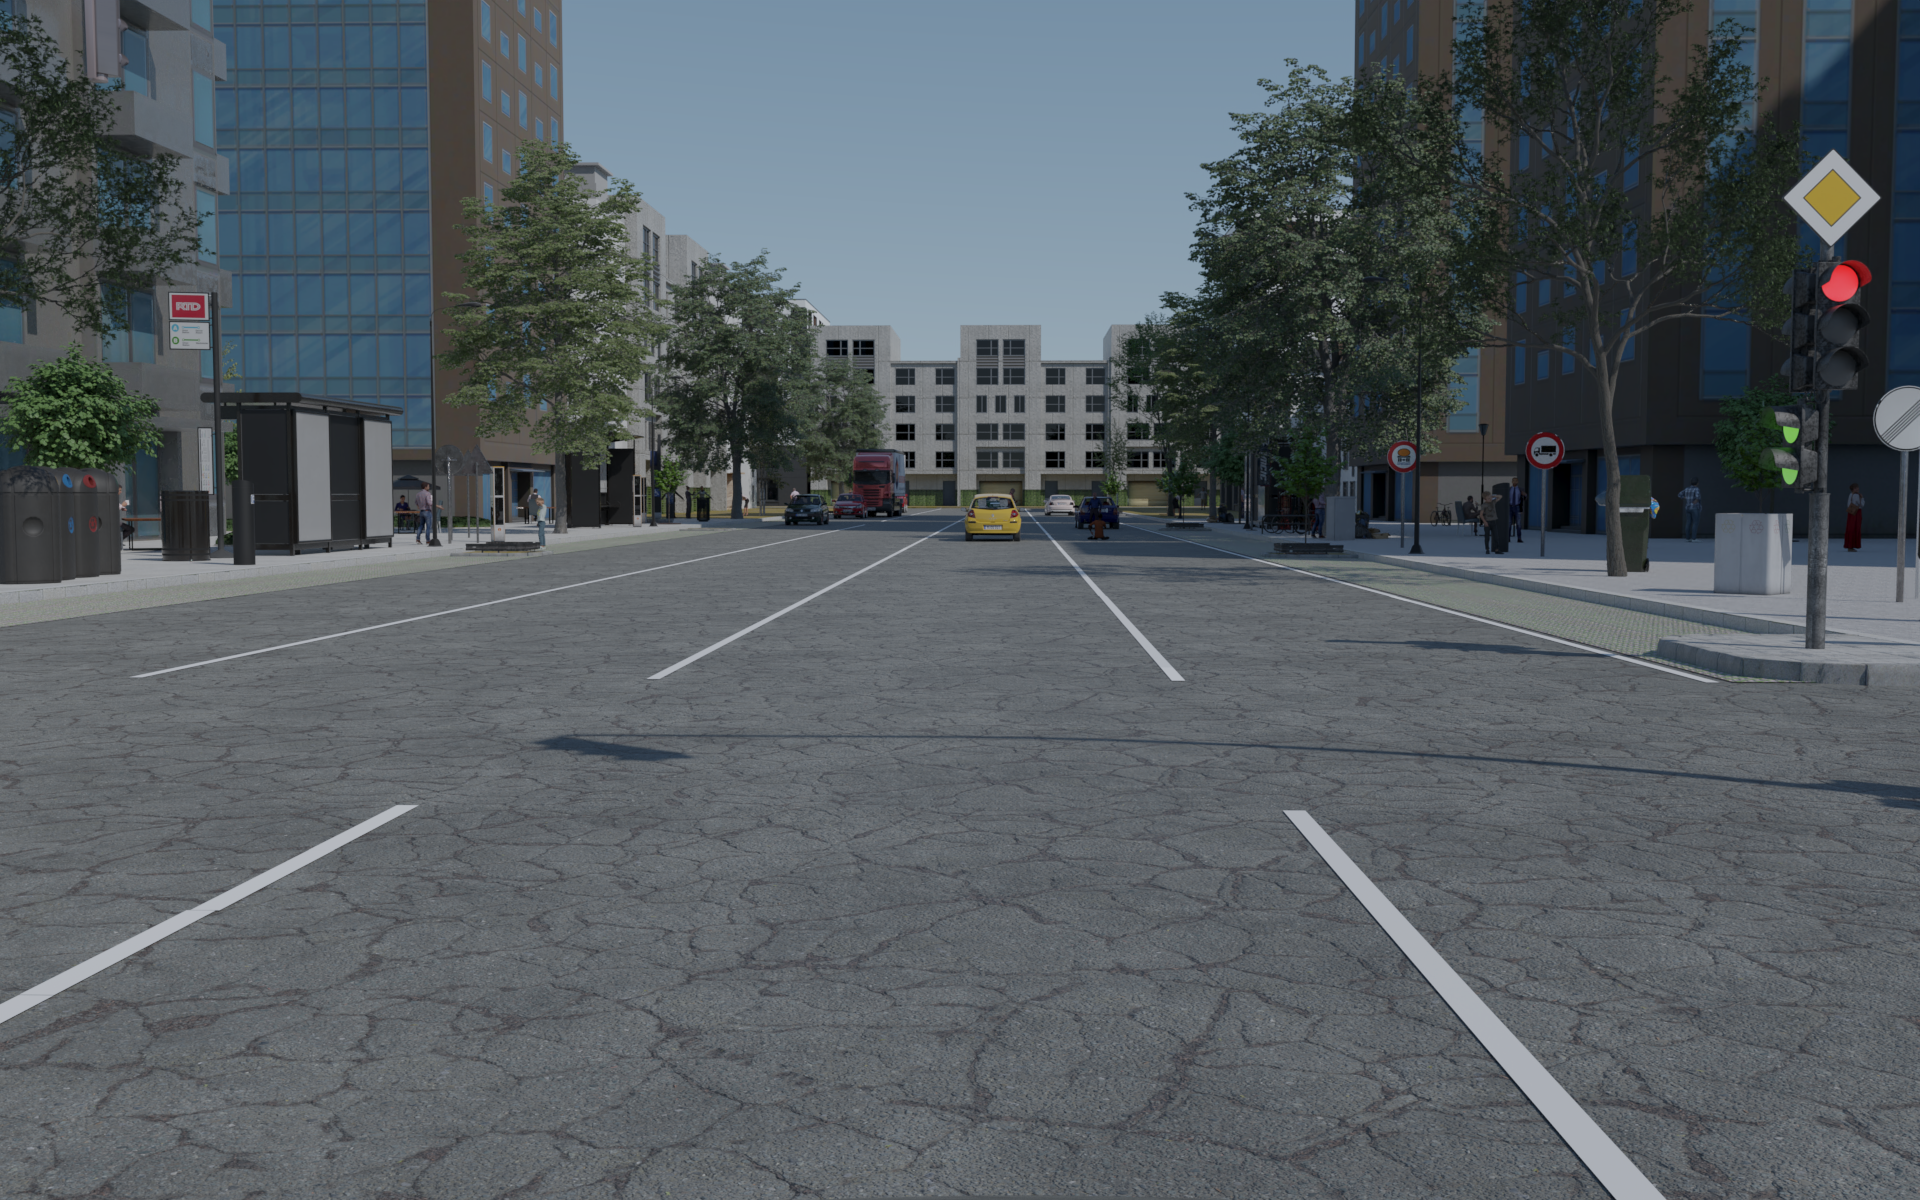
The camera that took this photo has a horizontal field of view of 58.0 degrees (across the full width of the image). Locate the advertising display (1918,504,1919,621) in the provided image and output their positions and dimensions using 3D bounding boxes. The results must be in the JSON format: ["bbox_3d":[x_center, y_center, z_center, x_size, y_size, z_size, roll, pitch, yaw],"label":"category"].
[{"bbox_3d":[10.058,-0.732,17.183,0.123,1.923,0.974,-3,5,-43],"label":"advertising display"}]

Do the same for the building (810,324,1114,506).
[{"bbox_3d":[0.280,-19.771,189.708,31.486,18.905,16.747,0,4,2],"label":"building"}]

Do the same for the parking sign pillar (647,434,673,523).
[{"bbox_3d":[-13.584,-5.442,77.452,1.447,3.967,1.447,-1,4,-8],"label":"parking sign pillar"}]

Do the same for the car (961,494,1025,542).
[{"bbox_3d":[1.021,-2.659,53.693,2.015,1.641,3.980,0,4,1],"label":"car"}]

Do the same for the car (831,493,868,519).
[{"bbox_3d":[-6.435,-5.669,101.729,2.155,1.783,4.494,0,4,1],"label":"car"}]

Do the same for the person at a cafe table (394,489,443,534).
[{"bbox_3d":[-17.669,-2.920,56.263,1.622,1.524,1.698,-2,4,-30],"label":"person at a cafe table"}]

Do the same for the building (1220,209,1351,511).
[{"bbox_3d":[34.848,-18.126,140.327,27.936,21.610,32.646,0,4,2],"label":"building"}]

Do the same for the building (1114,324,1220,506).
[{"bbox_3d":[31.746,-19.702,188.582,31.486,18.905,16.747,0,4,2],"label":"building"}]

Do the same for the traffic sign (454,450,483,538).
[{"bbox_3d":[-14.386,-3.099,50.671,0.884,2.594,0.081,0,4,5],"label":"traffic sign"}]

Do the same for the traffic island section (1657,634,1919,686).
[{"bbox_3d":[7.120,0.483,14.378,2.009,0.180,2.903,0,4,2],"label":"traffic island section"}]

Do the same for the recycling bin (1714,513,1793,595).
[{"bbox_3d":[10.240,-0.600,22.363,0.722,1.027,0.722,-3,5,-43],"label":"recycling bin"}]

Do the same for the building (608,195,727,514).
[{"bbox_3d":[-26.956,-15.422,118.604,16.747,18.905,31.486,0,4,2],"label":"building"}]

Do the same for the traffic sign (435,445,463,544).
[{"bbox_3d":[-13.161,-2.721,44.601,0.768,2.556,0.104,0,4,5],"label":"traffic sign"}]

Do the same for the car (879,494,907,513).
[{"bbox_3d":[-5.124,-7.559,132.255,2.281,1.827,5.304,0,4,1],"label":"car"}]

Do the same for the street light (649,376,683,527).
[{"bbox_3d":[-11.563,-5.850,68.182,1.470,5.913,1.316,0,4,2],"label":"street light"}]

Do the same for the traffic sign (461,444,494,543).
[{"bbox_3d":[-12.622,-2.768,45.267,0.884,2.594,0.081,0,4,5],"label":"traffic sign"}]

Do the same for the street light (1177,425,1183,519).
[{"bbox_3d":[10.854,-7.142,89.318,1.470,5.913,1.316,0,4,2],"label":"street light"}]

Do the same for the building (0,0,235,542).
[{"bbox_3d":[-32.518,-25.667,39.262,23.786,49.044,30.456,0,4,2],"label":"building"}]

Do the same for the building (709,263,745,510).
[{"bbox_3d":[-25.991,-17.341,139.940,16.016,20.091,11.380,0,4,2],"label":"building"}]

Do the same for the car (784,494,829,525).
[{"bbox_3d":[-7.117,-4.332,80.612,2.009,1.686,4.222,0,4,2],"label":"car"}]

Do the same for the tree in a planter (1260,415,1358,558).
[{"bbox_3d":[7.860,-2.571,39.261,1.991,3.239,1.994,0,4,2],"label":"tree in a planter"}]

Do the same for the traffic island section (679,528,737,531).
[{"bbox_3d":[-9.796,-2.740,67.669,1.991,0.108,1.994,0,4,2],"label":"traffic island section"}]

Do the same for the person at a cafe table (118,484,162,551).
[{"bbox_3d":[-18.883,-1.896,39.518,1.622,1.524,1.698,-2,4,-29],"label":"person at a cafe table"}]

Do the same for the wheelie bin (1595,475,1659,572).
[{"bbox_3d":[11.023,-1.270,28.666,0.980,1.594,0.693,1,4,16],"label":"wheelie bin"}]

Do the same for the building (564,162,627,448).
[{"bbox_3d":[-27.195,-14.723,97.135,16.016,20.091,11.380,0,4,2],"label":"building"}]

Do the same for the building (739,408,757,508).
[{"bbox_3d":[-32.706,-13.014,154.932,28.070,9.664,9.099,0,4,2],"label":"building"}]

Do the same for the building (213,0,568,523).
[{"bbox_3d":[-26.512,-26.151,77.688,14.600,45.320,14.200,0,4,2],"label":"building"}]

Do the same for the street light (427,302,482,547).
[{"bbox_3d":[-12.274,-4.253,42.075,1.470,5.913,1.316,0,4,2],"label":"street light"}]

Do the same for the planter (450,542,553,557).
[{"bbox_3d":[-10.606,-1.180,40.432,1.991,0.319,1.994,0,4,2],"label":"planter"}]

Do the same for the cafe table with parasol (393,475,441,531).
[{"bbox_3d":[-19.523,-3.452,61.302,2.610,1.966,2.610,2,4,29],"label":"cafe table with parasol"}]

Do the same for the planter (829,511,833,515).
[{"bbox_3d":[-8.334,-5.844,116.688,1.991,0.319,1.994,0,4,2],"label":"planter"}]

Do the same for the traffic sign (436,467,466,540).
[{"bbox_3d":[-14.117,-2.936,48.014,0.884,2.594,0.081,1,4,8],"label":"traffic sign"}]

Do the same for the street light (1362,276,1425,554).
[{"bbox_3d":[9.282,-3.949,37.107,1.470,5.913,1.316,0,4,2],"label":"street light"}]

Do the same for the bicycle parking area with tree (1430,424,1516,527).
[{"bbox_3d":[23.587,-5.033,69.290,9.016,4.147,8.231,-3,5,-43],"label":"bicycle parking area with tree"}]

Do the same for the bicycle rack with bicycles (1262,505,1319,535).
[{"bbox_3d":[10.908,-2.587,55.681,2.852,0.926,2.925,-3,5,-44],"label":"bicycle rack with bicycles"}]

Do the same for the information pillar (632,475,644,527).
[{"bbox_3d":[-12.482,-3.818,66.920,0.304,2.012,0.304,-1,4,-20],"label":"information pillar"}]

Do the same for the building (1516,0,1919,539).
[{"bbox_3d":[26.639,-24.762,54.972,14.600,45.320,14.200,0,4,2],"label":"building"}]

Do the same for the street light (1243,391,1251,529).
[{"bbox_3d":[9.971,-5.546,63.215,1.470,5.913,1.316,0,4,2],"label":"street light"}]

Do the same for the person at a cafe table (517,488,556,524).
[{"bbox_3d":[-18.055,-4.006,74.017,1.698,1.524,1.622,0,4,-3],"label":"person at a cafe table"}]

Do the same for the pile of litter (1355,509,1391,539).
[{"bbox_3d":[11.880,-2.209,50.090,1.176,0.858,1.719,2,4,28],"label":"pile of litter"}]

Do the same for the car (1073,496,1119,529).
[{"bbox_3d":[5.696,-3.647,72.205,1.945,1.354,3.894,0,4,1],"label":"car"}]

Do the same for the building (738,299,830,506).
[{"bbox_3d":[-31.979,-21.512,195.703,32.646,21.610,27.936,0,4,2],"label":"building"}]

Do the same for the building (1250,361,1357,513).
[{"bbox_3d":[24.854,-10.306,110.650,9.099,9.664,28.070,0,4,2],"label":"building"}]

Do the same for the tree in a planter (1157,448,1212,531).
[{"bbox_3d":[8.708,-4.289,67.343,1.991,3.239,1.994,0,4,2],"label":"tree in a planter"}]

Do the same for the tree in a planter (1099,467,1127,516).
[{"bbox_3d":[10.163,-7.270,116.087,1.991,3.239,1.994,0,4,2],"label":"tree in a planter"}]

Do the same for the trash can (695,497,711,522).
[{"bbox_3d":[-11.916,-4.204,80.383,0.748,1.137,0.748,0,3,0],"label":"trash can"}]

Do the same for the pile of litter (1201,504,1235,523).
[{"bbox_3d":[11.532,-3.874,77.308,1.719,0.858,1.176,-1,4,-14],"label":"pile of litter"}]

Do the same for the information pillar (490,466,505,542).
[{"bbox_3d":[-12.350,-2.553,46.237,0.304,2.012,0.304,-2,4,-33],"label":"information pillar"}]

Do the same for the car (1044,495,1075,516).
[{"bbox_3d":[6.623,-6.286,115.137,2.083,1.381,4.827,0,3,0],"label":"car"}]

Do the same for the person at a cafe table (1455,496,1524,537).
[{"bbox_3d":[15.911,-2.553,52.600,1.726,1.238,1.698,-1,4,-10],"label":"person at a cafe table"}]

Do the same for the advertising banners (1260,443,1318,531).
[{"bbox_3d":[11.628,-4.016,61.854,2.074,3.025,0.090,0,4,3],"label":"advertising banners"}]

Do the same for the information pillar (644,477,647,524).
[{"bbox_3d":[-13.849,-4.341,75.463,0.304,2.012,0.304,1,4,9],"label":"information pillar"}]

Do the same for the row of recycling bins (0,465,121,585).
[{"bbox_3d":[-13.663,-1.168,26.209,1.069,1.692,3.534,-1,4,-9],"label":"row of recycling bins"}]

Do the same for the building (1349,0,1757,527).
[{"bbox_3d":[26.830,-26.367,81.209,14.600,45.320,14.200,0,4,2],"label":"building"}]
